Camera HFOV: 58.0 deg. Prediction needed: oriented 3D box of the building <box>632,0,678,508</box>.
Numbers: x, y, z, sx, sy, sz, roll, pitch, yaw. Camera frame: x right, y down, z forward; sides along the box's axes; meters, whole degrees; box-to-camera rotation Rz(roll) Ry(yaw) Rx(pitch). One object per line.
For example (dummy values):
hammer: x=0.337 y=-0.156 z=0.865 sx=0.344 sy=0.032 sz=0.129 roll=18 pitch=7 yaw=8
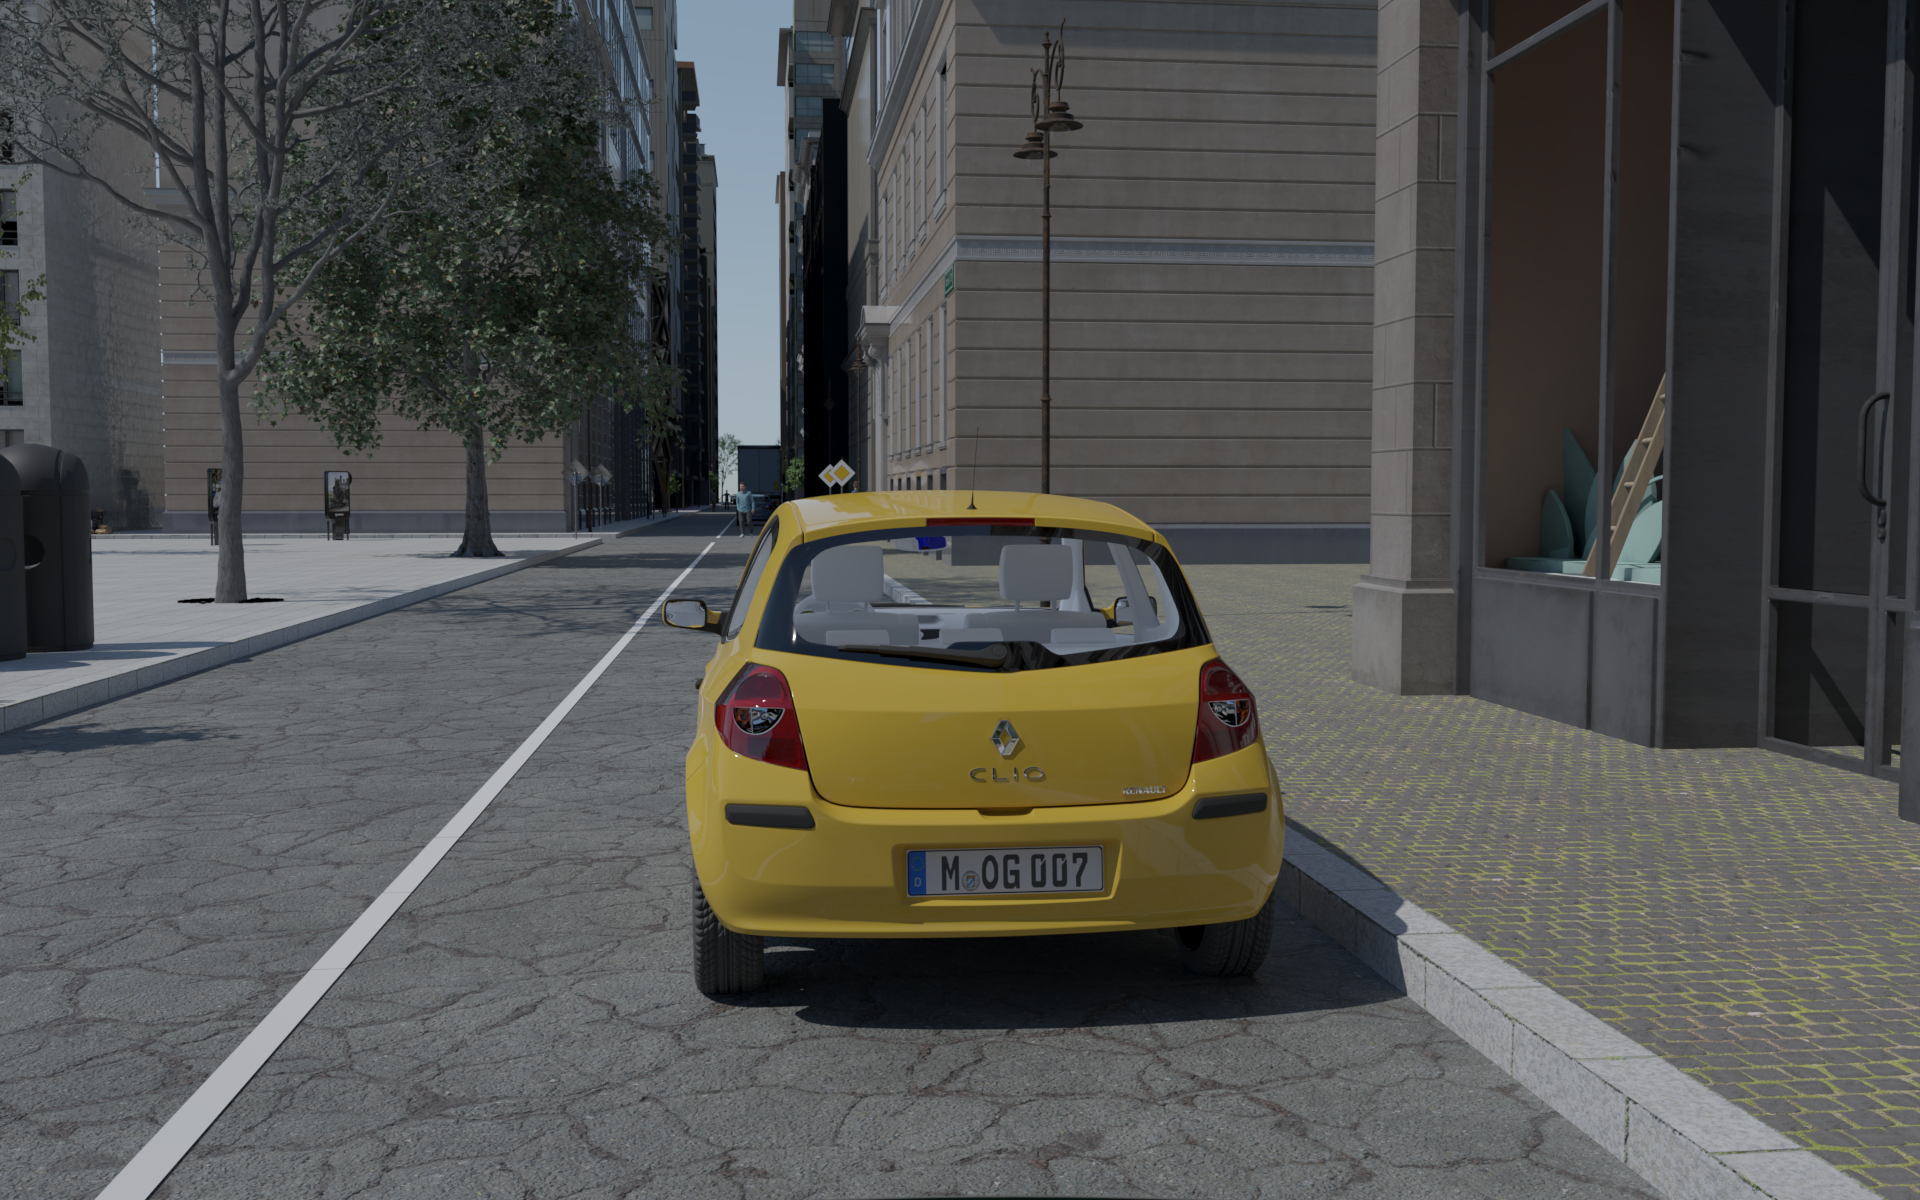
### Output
building: x=-37.282 y=-33.890 z=143.339 sx=28.713 sy=52.752 sz=27.495 roll=0 pitch=4 yaw=-7

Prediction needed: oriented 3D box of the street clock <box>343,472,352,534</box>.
street clock: x=-19.643 y=-3.103 z=55.305 sx=0.471 sy=2.002 sz=0.358 roll=2 pitch=4 yaw=31

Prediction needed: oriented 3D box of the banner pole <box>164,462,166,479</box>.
banner pole: x=-44.349 y=-6.527 z=96.739 sx=0.863 sy=3.779 sz=0.401 roll=0 pitch=4 yaw=4

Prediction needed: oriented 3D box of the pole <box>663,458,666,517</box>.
pole: x=-16.644 y=-6.341 z=97.510 sx=0.158 sy=3.312 sz=0.155 roll=0 pitch=3 yaw=0

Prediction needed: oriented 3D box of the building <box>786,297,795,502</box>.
building: x=-2.687 y=-19.756 z=168.047 sx=27.650 sy=21.520 sz=28.899 roll=0 pitch=4 yaw=-7

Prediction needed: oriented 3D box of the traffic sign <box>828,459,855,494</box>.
traffic sign: x=-3.413 y=-2.837 z=50.030 sx=0.795 sy=2.450 sz=0.064 roll=0 pitch=4 yaw=-7

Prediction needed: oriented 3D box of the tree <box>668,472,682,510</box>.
tree: x=-21.555 y=-8.234 z=129.233 sx=1.663 sy=3.219 sz=1.824 roll=0 pitch=3 yaw=0

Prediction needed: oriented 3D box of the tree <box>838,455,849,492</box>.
tree: x=-4.591 y=-4.937 z=75.325 sx=1.663 sy=3.219 sz=1.824 roll=0 pitch=3 yaw=0

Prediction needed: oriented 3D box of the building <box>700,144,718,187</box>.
building: x=-51.094 y=-41.148 z=262.014 sx=28.713 sy=52.752 sz=27.495 roll=0 pitch=4 yaw=-7

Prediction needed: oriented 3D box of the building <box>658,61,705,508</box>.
building: x=-36.933 y=-31.640 z=171.944 sx=22.147 sy=44.769 sz=28.867 roll=0 pitch=4 yaw=-7

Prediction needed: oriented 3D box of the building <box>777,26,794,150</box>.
building: x=-5.943 y=-37.067 z=195.288 sx=28.713 sy=52.752 sz=27.495 roll=0 pitch=4 yaw=-7

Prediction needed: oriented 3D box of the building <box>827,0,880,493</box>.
building: x=10.257 y=-14.298 z=67.056 sx=30.059 sy=22.955 sz=16.112 roll=0 pitch=4 yaw=-7

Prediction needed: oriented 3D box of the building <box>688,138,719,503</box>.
building: x=-44.327 y=-37.588 z=238.264 sx=21.300 sy=48.544 sz=21.600 roll=0 pitch=4 yaw=-7

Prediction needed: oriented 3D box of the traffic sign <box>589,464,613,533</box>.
traffic sign: x=-11.837 y=-3.270 z=57.106 sx=0.795 sy=2.450 sz=0.064 roll=0 pitch=4 yaw=-7

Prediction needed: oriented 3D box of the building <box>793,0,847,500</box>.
building: x=-6.887 y=-28.238 z=145.289 sx=14.154 sy=41.232 sz=14.086 roll=0 pitch=4 yaw=-7

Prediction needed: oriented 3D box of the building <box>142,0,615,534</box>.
building: x=-20.282 y=-17.077 z=65.106 sx=13.634 sy=28.700 sz=20.117 roll=0 pitch=4 yaw=-7

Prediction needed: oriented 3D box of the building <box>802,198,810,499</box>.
building: x=-2.747 y=-16.584 z=100.820 sx=12.332 sy=23.373 sz=15.834 roll=0 pitch=4 yaw=-7

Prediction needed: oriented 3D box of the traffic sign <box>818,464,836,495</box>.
traffic sign: x=-4.342 y=-3.322 z=57.961 sx=0.795 sy=2.450 sz=0.064 roll=0 pitch=4 yaw=-7

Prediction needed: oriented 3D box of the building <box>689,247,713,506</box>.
building: x=-35.437 y=-25.838 z=194.148 sx=14.160 sy=30.474 sz=14.107 roll=0 pitch=4 yaw=-7

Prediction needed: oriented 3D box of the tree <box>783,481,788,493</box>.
tree: x=-21.337 y=-13.611 z=217.139 sx=1.663 sy=3.219 sz=1.824 roll=0 pitch=3 yaw=0

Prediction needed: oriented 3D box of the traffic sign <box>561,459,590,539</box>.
traffic sign: x=-10.908 y=-2.785 z=49.175 sx=0.795 sy=2.450 sz=0.064 roll=0 pitch=4 yaw=-7

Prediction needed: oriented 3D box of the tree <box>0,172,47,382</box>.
tree: x=-21.257 y=-5.253 z=36.249 sx=4.737 sy=8.622 sz=4.395 roll=0 pitch=3 yaw=0

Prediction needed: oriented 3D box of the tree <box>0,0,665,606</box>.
tree: x=-8.468 y=-6.710 z=20.084 sx=12.009 sy=13.543 sz=11.850 roll=0 pitch=3 yaw=0

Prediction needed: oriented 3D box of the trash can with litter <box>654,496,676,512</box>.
trash can with litter: x=-21.541 y=-6.948 z=124.662 sx=2.233 sy=1.210 sz=1.678 roll=1 pitch=4 yaw=11

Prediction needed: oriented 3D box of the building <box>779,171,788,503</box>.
building: x=-17.425 y=-35.761 z=234.807 sx=14.600 sy=45.320 sz=14.200 roll=0 pitch=4 yaw=-7

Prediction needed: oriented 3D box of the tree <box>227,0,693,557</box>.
tree: x=-10.031 y=-7.234 z=35.278 sx=9.611 sy=12.733 sz=9.660 roll=0 pitch=3 yaw=0

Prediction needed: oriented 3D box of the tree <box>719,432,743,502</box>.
tree: x=-39.663 y=-22.263 z=289.748 sx=9.928 sy=11.665 sz=9.643 roll=0 pitch=3 yaw=0

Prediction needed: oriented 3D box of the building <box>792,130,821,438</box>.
building: x=-4.374 y=-20.399 z=120.917 sx=14.401 sy=28.519 sz=23.554 roll=0 pitch=4 yaw=-7

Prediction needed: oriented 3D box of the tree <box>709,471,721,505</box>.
tree: x=-30.606 y=-13.751 z=208.541 sx=4.285 sy=4.588 sz=4.351 roll=0 pitch=3 yaw=0

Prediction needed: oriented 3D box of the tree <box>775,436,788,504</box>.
tree: x=-22.605 y=-16.608 z=221.899 sx=4.737 sy=8.622 sz=4.395 roll=0 pitch=3 yaw=0

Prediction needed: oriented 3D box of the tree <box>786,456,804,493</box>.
tree: x=-11.992 y=-9.262 z=135.146 sx=4.285 sy=4.588 sz=4.351 roll=0 pitch=3 yaw=0
